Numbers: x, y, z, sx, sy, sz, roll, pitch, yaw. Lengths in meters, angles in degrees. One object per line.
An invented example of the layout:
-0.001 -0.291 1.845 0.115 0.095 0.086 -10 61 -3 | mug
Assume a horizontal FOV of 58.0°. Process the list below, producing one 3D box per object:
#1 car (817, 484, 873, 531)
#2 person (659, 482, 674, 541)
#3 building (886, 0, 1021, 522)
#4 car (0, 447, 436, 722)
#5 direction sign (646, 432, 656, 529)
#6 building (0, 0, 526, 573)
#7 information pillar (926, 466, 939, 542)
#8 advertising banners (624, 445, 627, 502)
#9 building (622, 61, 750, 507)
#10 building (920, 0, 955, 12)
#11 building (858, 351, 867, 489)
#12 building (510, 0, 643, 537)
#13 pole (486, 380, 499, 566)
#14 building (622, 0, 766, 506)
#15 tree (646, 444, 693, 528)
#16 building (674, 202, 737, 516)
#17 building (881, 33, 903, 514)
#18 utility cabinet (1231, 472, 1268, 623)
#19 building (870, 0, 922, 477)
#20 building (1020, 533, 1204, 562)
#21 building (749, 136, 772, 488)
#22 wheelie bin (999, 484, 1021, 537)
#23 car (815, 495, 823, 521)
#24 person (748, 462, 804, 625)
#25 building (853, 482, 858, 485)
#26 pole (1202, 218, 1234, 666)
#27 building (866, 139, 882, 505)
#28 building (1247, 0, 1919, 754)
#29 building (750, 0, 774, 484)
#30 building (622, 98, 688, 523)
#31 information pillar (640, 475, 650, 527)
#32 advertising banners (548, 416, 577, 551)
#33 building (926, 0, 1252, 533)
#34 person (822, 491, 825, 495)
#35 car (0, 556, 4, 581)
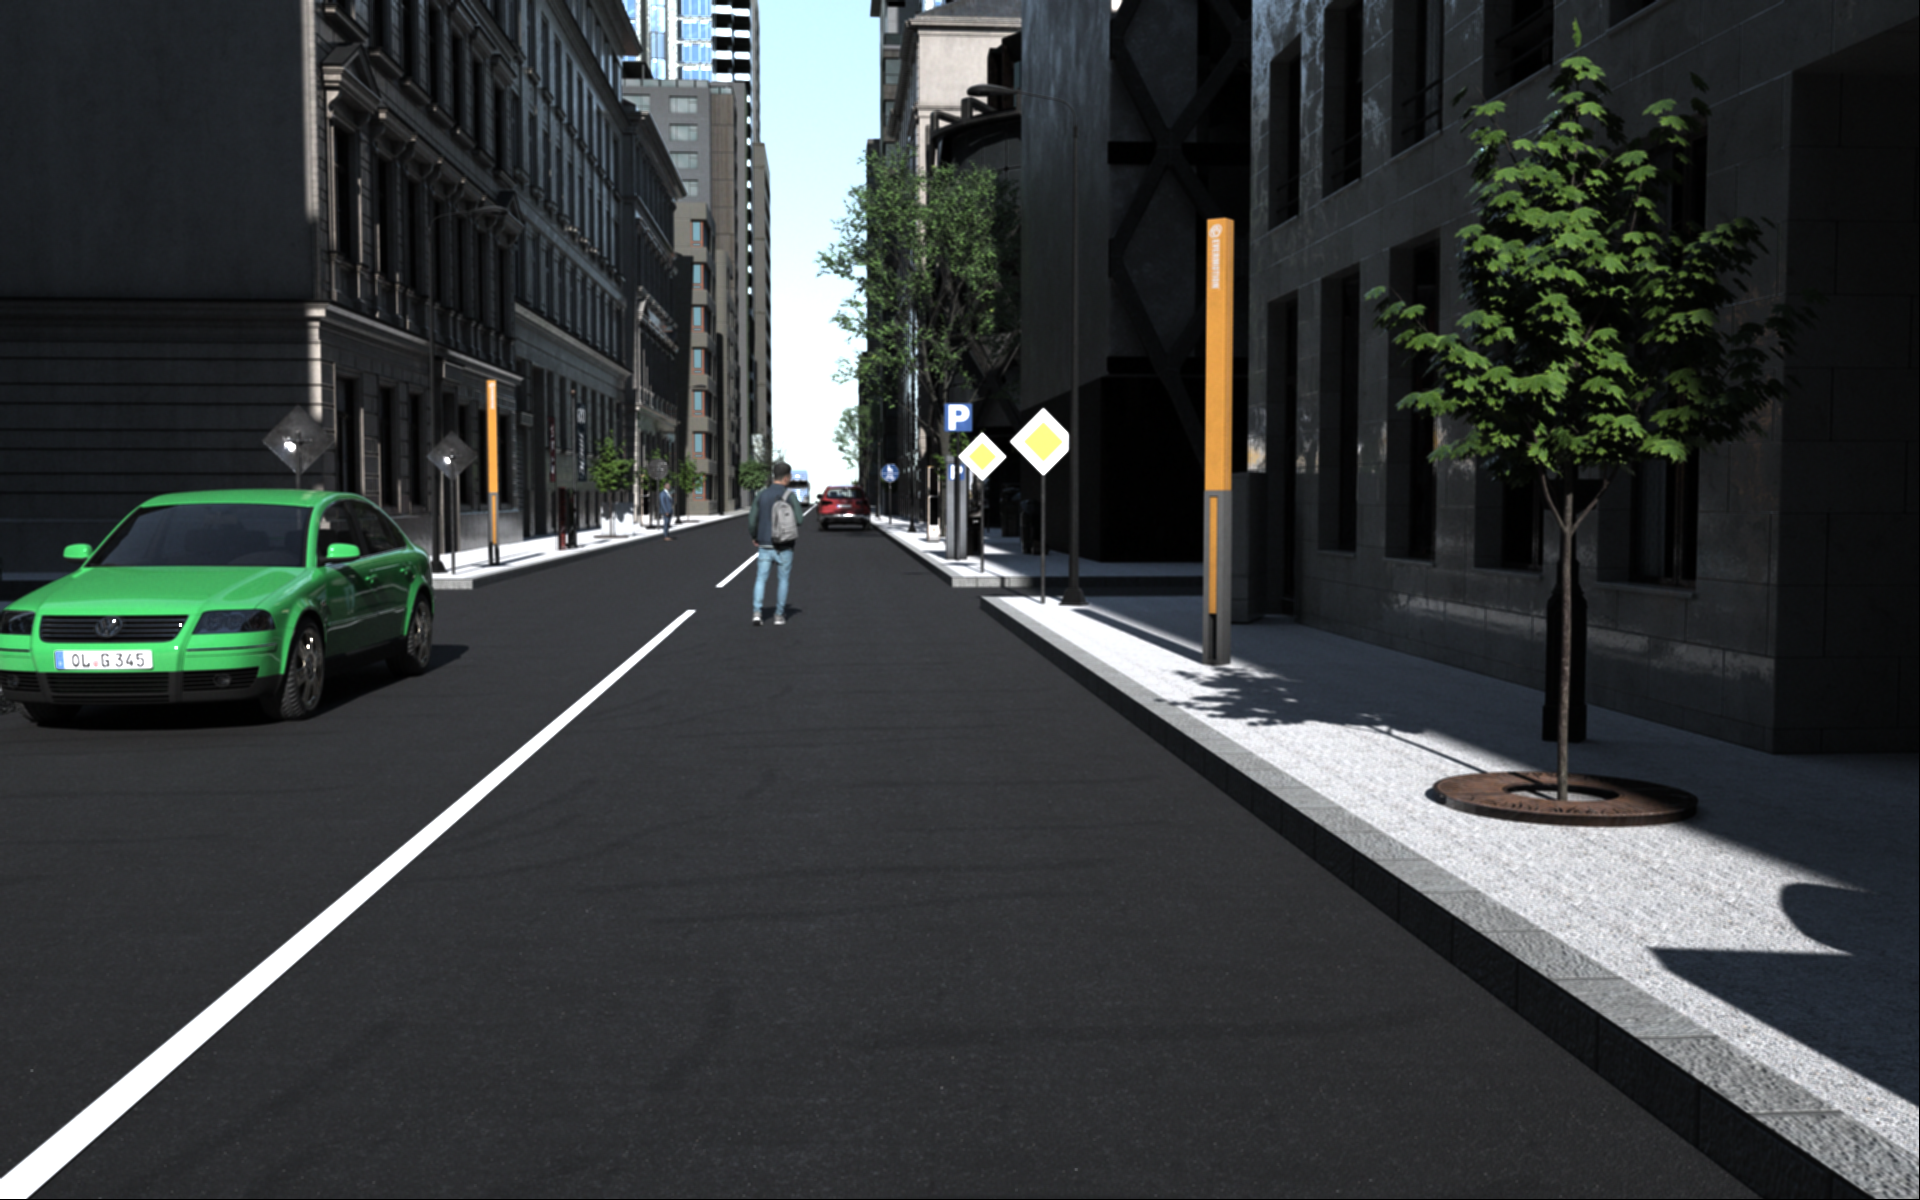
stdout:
-4.602 -3.707 69.286 2.281 1.827 5.304 0 4 -3 | car
-9.058 -2.737 53.439 0.419 1.800 0.721 0 4 5 | person
2.821 -17.936 90.521 12.463 27.353 25.104 0 4 -4 | building
-5.068 -0.215 12.316 1.959 1.807 4.718 0 4 -3 | car
-11.302 -4.357 63.240 0.379 3.537 0.876 -1 4 -12 | direction sign
-15.789 -10.528 36.754 10.561 19.102 19.286 0 4 -4 | building
-0.719 -2.538 45.996 0.304 2.012 0.304 -1 4 -12 | information pillar
-10.651 -3.609 55.193 0.090 3.025 2.074 -1 4 -10 | advertising banners
-27.676 -29.542 166.609 14.154 41.232 14.086 0 4 -4 | building
5.745 -50.258 134.389 22.319 86.520 31.000 0 4 -4 | building
0.847 -23.260 225.344 27.650 21.520 28.899 0 4 -4 | building
-20.814 -13.929 61.027 16.112 22.955 30.059 0 4 -4 | building
-8.389 -2.277 31.077 0.158 3.312 0.155 0 3 0 | pole
-33.597 -54.232 199.372 22.319 86.520 31.000 0 4 -4 | building
-11.430 -4.377 66.164 1.663 3.219 1.824 0 3 0 | tree
-29.888 -16.587 116.243 27.650 21.520 28.899 0 4 -4 | building
1.838 -20.879 113.079 14.160 30.474 14.107 0 4 -4 | building
2.871 -0.544 17.571 0.318 1.500 1.173 1 4 19 | utility cabinet
6.208 -35.198 164.732 28.713 52.752 27.495 0 4 -4 | building
10.569 -10.410 37.657 16.811 18.784 16.820 0 4 -4 | building
-35.752 -36.880 226.694 21.300 48.544 21.600 0 4 -4 | building
1.607 -2.697 52.002 0.980 1.594 0.693 1 4 21 | wheelie bin
-6.797 -5.090 93.014 2.009 1.686 4.222 0 4 -3 | car
-2.019 -0.623 19.028 0.623 1.781 0.721 0 4 -3 | person
0.643 -34.211 251.230 32.217 40.220 23.993 0 4 -4 | building
1.933 -1.169 12.951 0.158 3.312 0.155 0 3 0 | pole
-3.911 -31.744 202.616 14.154 41.232 14.086 0 4 -4 | building
8.995 -9.537 10.678 10.420 20.320 16.860 0 4 -4 | building
-36.596 -49.492 247.445 20.563 71.187 20.611 0 4 -4 | building
-20.252 -15.324 86.711 11.583 22.565 21.152 0 4 -4 | building
-12.391 -3.886 68.035 0.304 2.012 0.304 -2 4 -27 | information pillar
-9.132 -2.663 39.722 0.090 3.025 2.074 0 4 3 | advertising banners
6.975 -12.382 69.890 16.820 18.784 16.811 0 4 -4 | building
-16.176 -12.145 207.037 1.348 1.831 0.705 0 4 -1 | person
-15.792 -0.732 23.760 4.920 1.459 2.131 0 4 -4 | car
